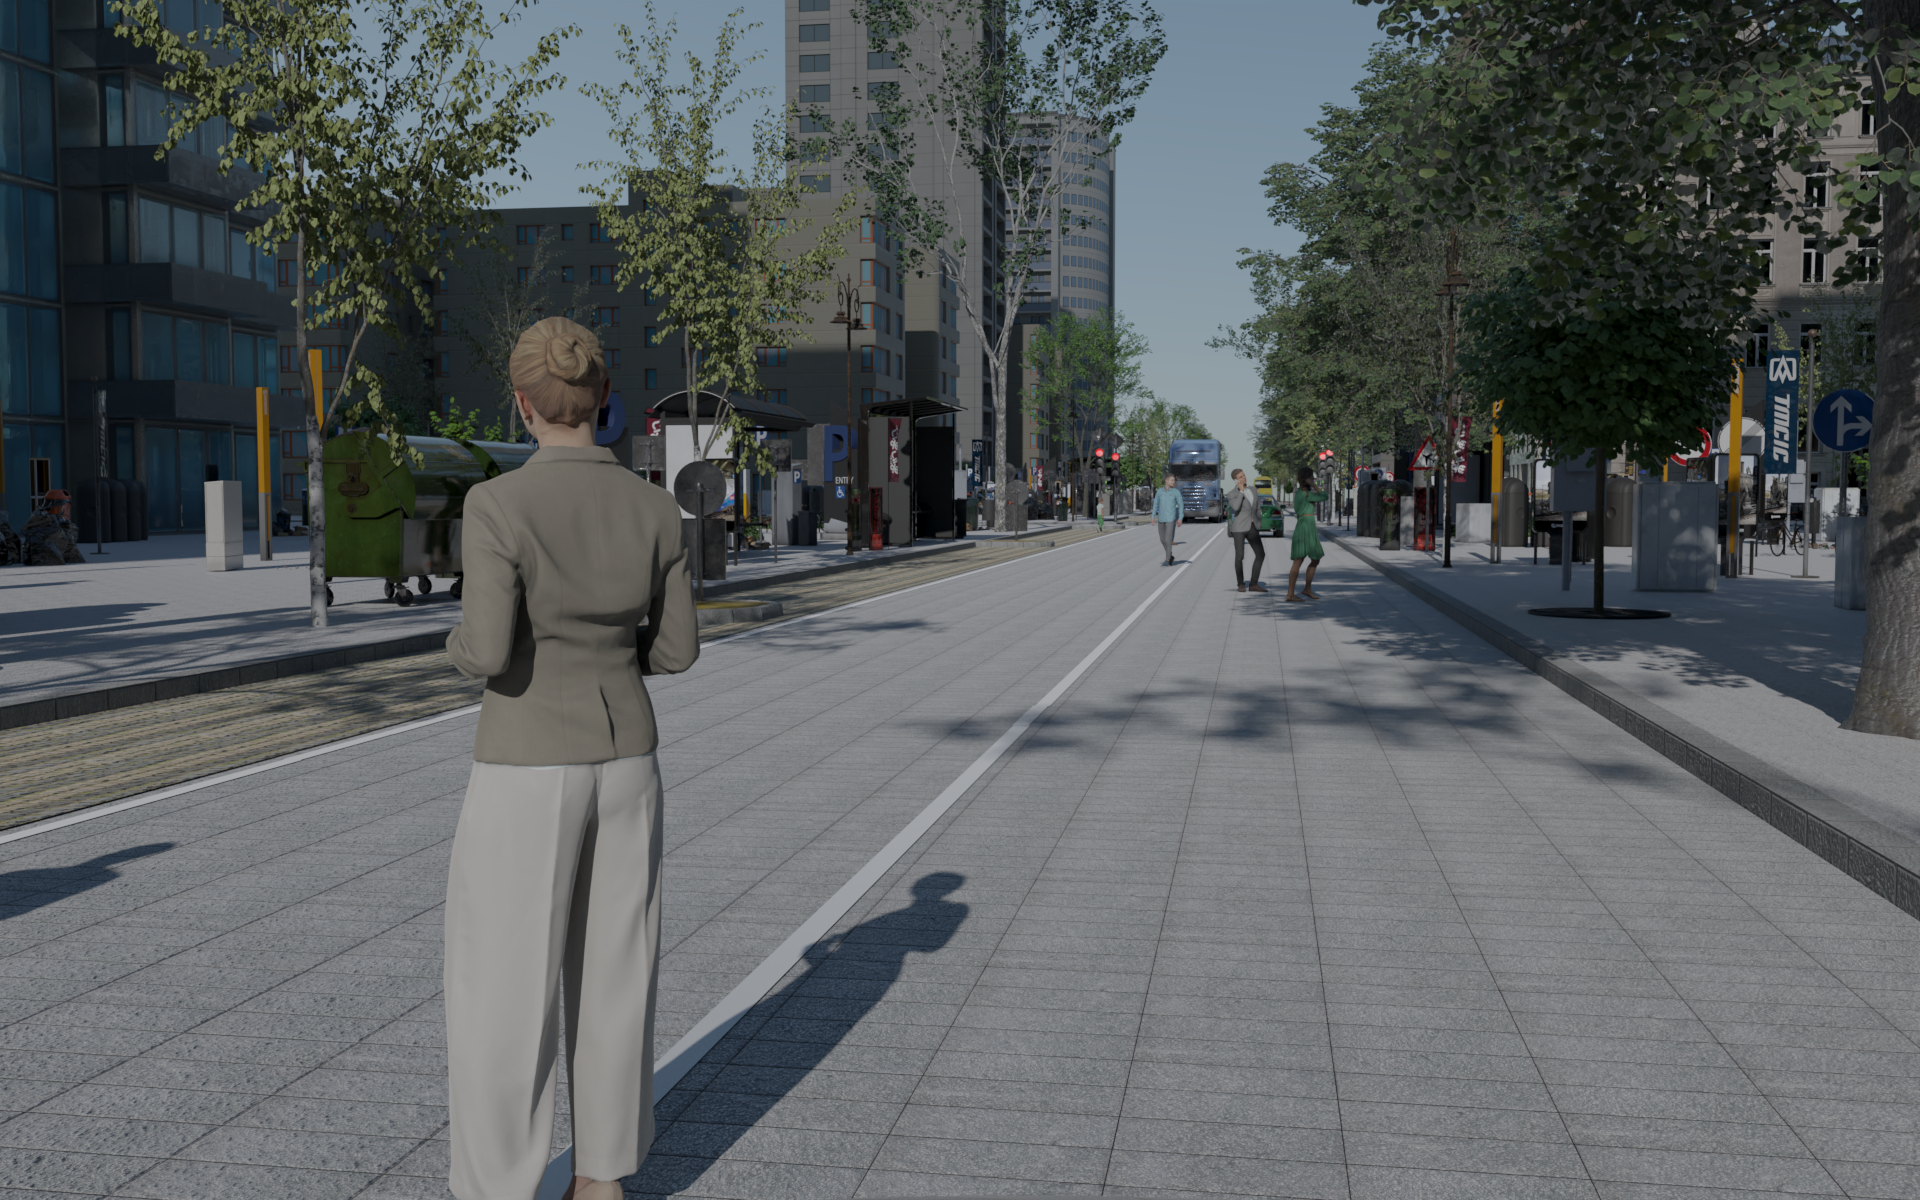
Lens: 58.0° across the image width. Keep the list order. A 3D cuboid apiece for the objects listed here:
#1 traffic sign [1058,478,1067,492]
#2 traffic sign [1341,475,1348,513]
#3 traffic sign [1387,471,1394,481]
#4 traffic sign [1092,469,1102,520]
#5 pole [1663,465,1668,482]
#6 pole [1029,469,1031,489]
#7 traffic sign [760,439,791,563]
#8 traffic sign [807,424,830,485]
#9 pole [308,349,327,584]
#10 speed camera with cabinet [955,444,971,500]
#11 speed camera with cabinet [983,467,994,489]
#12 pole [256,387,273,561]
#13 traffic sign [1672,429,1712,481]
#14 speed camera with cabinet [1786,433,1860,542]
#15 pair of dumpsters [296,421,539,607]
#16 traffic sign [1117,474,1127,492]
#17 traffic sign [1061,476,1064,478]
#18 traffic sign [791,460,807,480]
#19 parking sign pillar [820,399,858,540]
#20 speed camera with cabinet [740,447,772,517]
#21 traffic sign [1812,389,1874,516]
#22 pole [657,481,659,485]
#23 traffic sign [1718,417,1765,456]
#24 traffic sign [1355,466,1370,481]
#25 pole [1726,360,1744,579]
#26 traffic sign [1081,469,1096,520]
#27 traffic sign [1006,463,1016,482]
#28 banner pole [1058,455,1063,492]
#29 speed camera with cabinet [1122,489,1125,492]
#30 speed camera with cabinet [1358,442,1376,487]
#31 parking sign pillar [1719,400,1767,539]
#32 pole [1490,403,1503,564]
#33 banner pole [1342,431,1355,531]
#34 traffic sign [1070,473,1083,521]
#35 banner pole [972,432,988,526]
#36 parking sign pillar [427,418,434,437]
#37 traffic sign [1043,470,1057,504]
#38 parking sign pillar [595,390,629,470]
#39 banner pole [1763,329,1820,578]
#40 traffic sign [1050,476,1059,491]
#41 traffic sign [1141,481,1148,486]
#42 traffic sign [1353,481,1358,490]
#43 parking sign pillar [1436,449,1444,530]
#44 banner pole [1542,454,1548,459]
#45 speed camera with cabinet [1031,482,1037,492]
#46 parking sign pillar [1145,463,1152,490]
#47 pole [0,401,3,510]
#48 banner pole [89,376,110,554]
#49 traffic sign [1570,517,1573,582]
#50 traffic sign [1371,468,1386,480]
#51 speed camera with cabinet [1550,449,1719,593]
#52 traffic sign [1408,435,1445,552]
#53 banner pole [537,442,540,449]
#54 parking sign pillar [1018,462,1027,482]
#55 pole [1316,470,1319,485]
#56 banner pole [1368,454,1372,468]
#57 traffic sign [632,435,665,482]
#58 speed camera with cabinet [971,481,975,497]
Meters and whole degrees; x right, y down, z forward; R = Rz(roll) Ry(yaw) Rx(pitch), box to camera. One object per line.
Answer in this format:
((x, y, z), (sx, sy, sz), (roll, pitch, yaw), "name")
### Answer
((6.405, -6.545, 109.145), (0.606, 2.300, 0.079), (1, 4, 12), "traffic sign")
((25.249, -6.958, 113.866), (0.768, 2.556, 0.104), (1, 4, 18), "traffic sign")
((23.981, -5.932, 97.086), (0.768, 2.556, 0.104), (1, 4, 18), "traffic sign")
((6.779, -5.327, 87.200), (0.768, 2.556, 0.104), (1, 4, 12), "traffic sign")
((32.019, -5.189, 78.684), (0.158, 3.312, 0.155), (0, 3, 0), "pole")
((5.600, -8.848, 138.515), (0.158, 3.312, 0.155), (0, 3, 0), "pole")
((-3.435, -1.843, 32.258), (0.606, 2.300, 0.079), (1, 4, 14), "traffic sign")
((-3.327, -3.433, 50.000), (2.265, 3.308, 0.079), (1, 4, 13), "traffic sign")
((-9.119, -1.880, 24.577), (0.158, 3.312, 0.155), (0, 3, 0), "pole")
((-0.502, -4.525, 68.326), (0.660, 3.252, 2.038), (-2, 4, -32), "speed camera with cabinet")
((2.658, -8.066, 126.221), (2.038, 3.252, 0.660), (-2, 4, -26), "speed camera with cabinet")
((-13.337, -2.408, 33.206), (0.158, 3.312, 0.155), (0, 3, 0), "pole")
((13.197, -1.915, 31.424), (0.768, 2.556, 0.104), (1, 4, 11), "traffic sign")
((23.143, -3.206, 46.762), (2.038, 3.252, 0.660), (0, 4, 1), "speed camera with cabinet")
((-6.489, -1.170, 21.617), (1.574, 2.255, 4.437), (1, 4, 10), "pair of dumpsters")
((10.212, -6.714, 109.877), (0.768, 2.556, 0.104), (1, 4, 18), "traffic sign")
((6.794, -7.196, 117.764), (0.768, 2.556, 0.104), (1, 4, 11), "traffic sign")
((-4.769, -3.015, 51.424), (0.606, 2.300, 0.079), (1, 4, 15), "traffic sign")
((-3.238, -3.691, 48.812), (1.447, 3.967, 1.447), (3, 5, 40), "parking sign pillar")
((-8.539, -4.813, 73.023), (2.038, 3.252, 0.660), (-1, 4, -13), "speed camera with cabinet")
((10.748, -1.283, 21.078), (0.768, 2.556, 0.104), (1, 4, 14), "traffic sign")
((-16.889, -6.282, 96.558), (0.158, 3.312, 0.155), (0, 3, 0), "pole")
((13.023, -1.760, 28.885), (0.768, 2.556, 0.104), (1, 4, 16), "traffic sign")
((17.877, -4.702, 76.986), (0.768, 2.556, 0.104), (1, 4, 19), "traffic sign")
((11.753, -1.983, 26.270), (0.158, 3.312, 0.155), (0, 3, 0), "pole")
((6.368, -5.270, 86.264), (0.768, 2.556, 0.104), (1, 4, 10), "traffic sign")
((1.887, -4.314, 70.638), (0.768, 2.556, 0.104), (1, 4, 14), "traffic sign")
((6.488, -7.438, 111.632), (0.401, 3.779, 0.863), (2, 4, 28), "banner pole")
((11.341, -8.178, 128.041), (2.038, 3.252, 0.660), (-2, 4, -33), "speed camera with cabinet")
((15.366, -4.307, 64.749), (0.660, 3.252, 2.038), (0, 4, 2), "speed camera with cabinet")
((22.673, -3.771, 50.130), (1.447, 3.967, 1.447), (-2, 4, -34), "parking sign pillar")
((9.876, -2.324, 31.838), (0.158, 3.312, 0.155), (0, 3, 0), "pole")
((13.629, -4.302, 60.356), (0.401, 3.779, 0.863), (2, 4, 31), "banner pole")
((5.606, -4.977, 83.501), (0.606, 2.300, 0.079), (1, 4, 19), "traffic sign")
((0.852, -4.869, 69.630), (0.863, 3.779, 0.401), (-1, 4, -19), "banner pole")
((-18.819, -4.497, 61.994), (1.447, 3.967, 1.447), (-1, 4, -23), "parking sign pillar")
((4.684, -5.542, 90.713), (0.768, 2.556, 0.104), (1, 4, 15), "traffic sign")
((-6.734, -2.674, 32.188), (1.447, 3.967, 1.447), (2, 4, 30), "parking sign pillar")
((12.727, -2.231, 26.488), (0.863, 3.779, 0.401), (1, 4, 18), "banner pole")
((5.794, -6.623, 108.390), (0.768, 2.556, 0.104), (1, 4, 19), "traffic sign")
((15.630, -8.997, 147.202), (0.768, 2.556, 0.104), (1, 4, 19), "traffic sign")
((33.350, -8.958, 146.561), (0.768, 2.556, 0.104), (1, 4, 18), "traffic sign")
((17.761, -4.522, 62.404), (1.447, 3.967, 1.447), (1, 4, 12), "parking sign pillar")
((13.175, -2.959, 38.404), (0.863, 3.779, 0.401), (-2, 4, -29), "banner pole")
((5.584, -9.103, 143.161), (0.660, 3.252, 2.038), (-3, 4, -38), "speed camera with cabinet")
((15.898, -9.783, 148.426), (1.447, 3.967, 1.447), (-3, 5, -44), "parking sign pillar")
((-20.995, -2.693, 37.866), (0.158, 3.312, 0.155), (0, 3, 0), "pole")
((-18.192, -2.854, 36.674), (0.863, 3.779, 0.401), (3, 5, 45), "banner pole")
((8.914, -1.541, 25.298), (0.768, 2.556, 0.104), (1, 4, 14), "traffic sign")
((15.982, -3.918, 66.187), (0.606, 2.300, 0.079), (1, 4, 16), "traffic sign")
((8.915, -1.749, 22.931), (2.038, 3.252, 0.660), (1, 4, 14), "speed camera with cabinet")
((10.372, -2.348, 38.399), (0.884, 2.594, 0.081), (1, 4, 12), "traffic sign")
((-17.682, -4.988, 71.568), (0.863, 3.779, 0.401), (1, 4, 13), "banner pole")
((5.298, -9.692, 146.934), (1.447, 3.967, 1.447), (1, 4, 16), "parking sign pillar")
((24.104, -7.512, 116.670), (0.158, 3.312, 0.155), (0, 3, 0), "pole")
((25.794, -7.303, 109.416), (0.863, 3.779, 0.401), (-2, 4, -33), "banner pole")
((-5.446, -1.723, 30.302), (0.606, 2.300, 0.079), (1, 4, 14), "traffic sign")
((0.453, -7.327, 114.129), (0.660, 3.252, 2.038), (1, 4, 14), "speed camera with cabinet")
